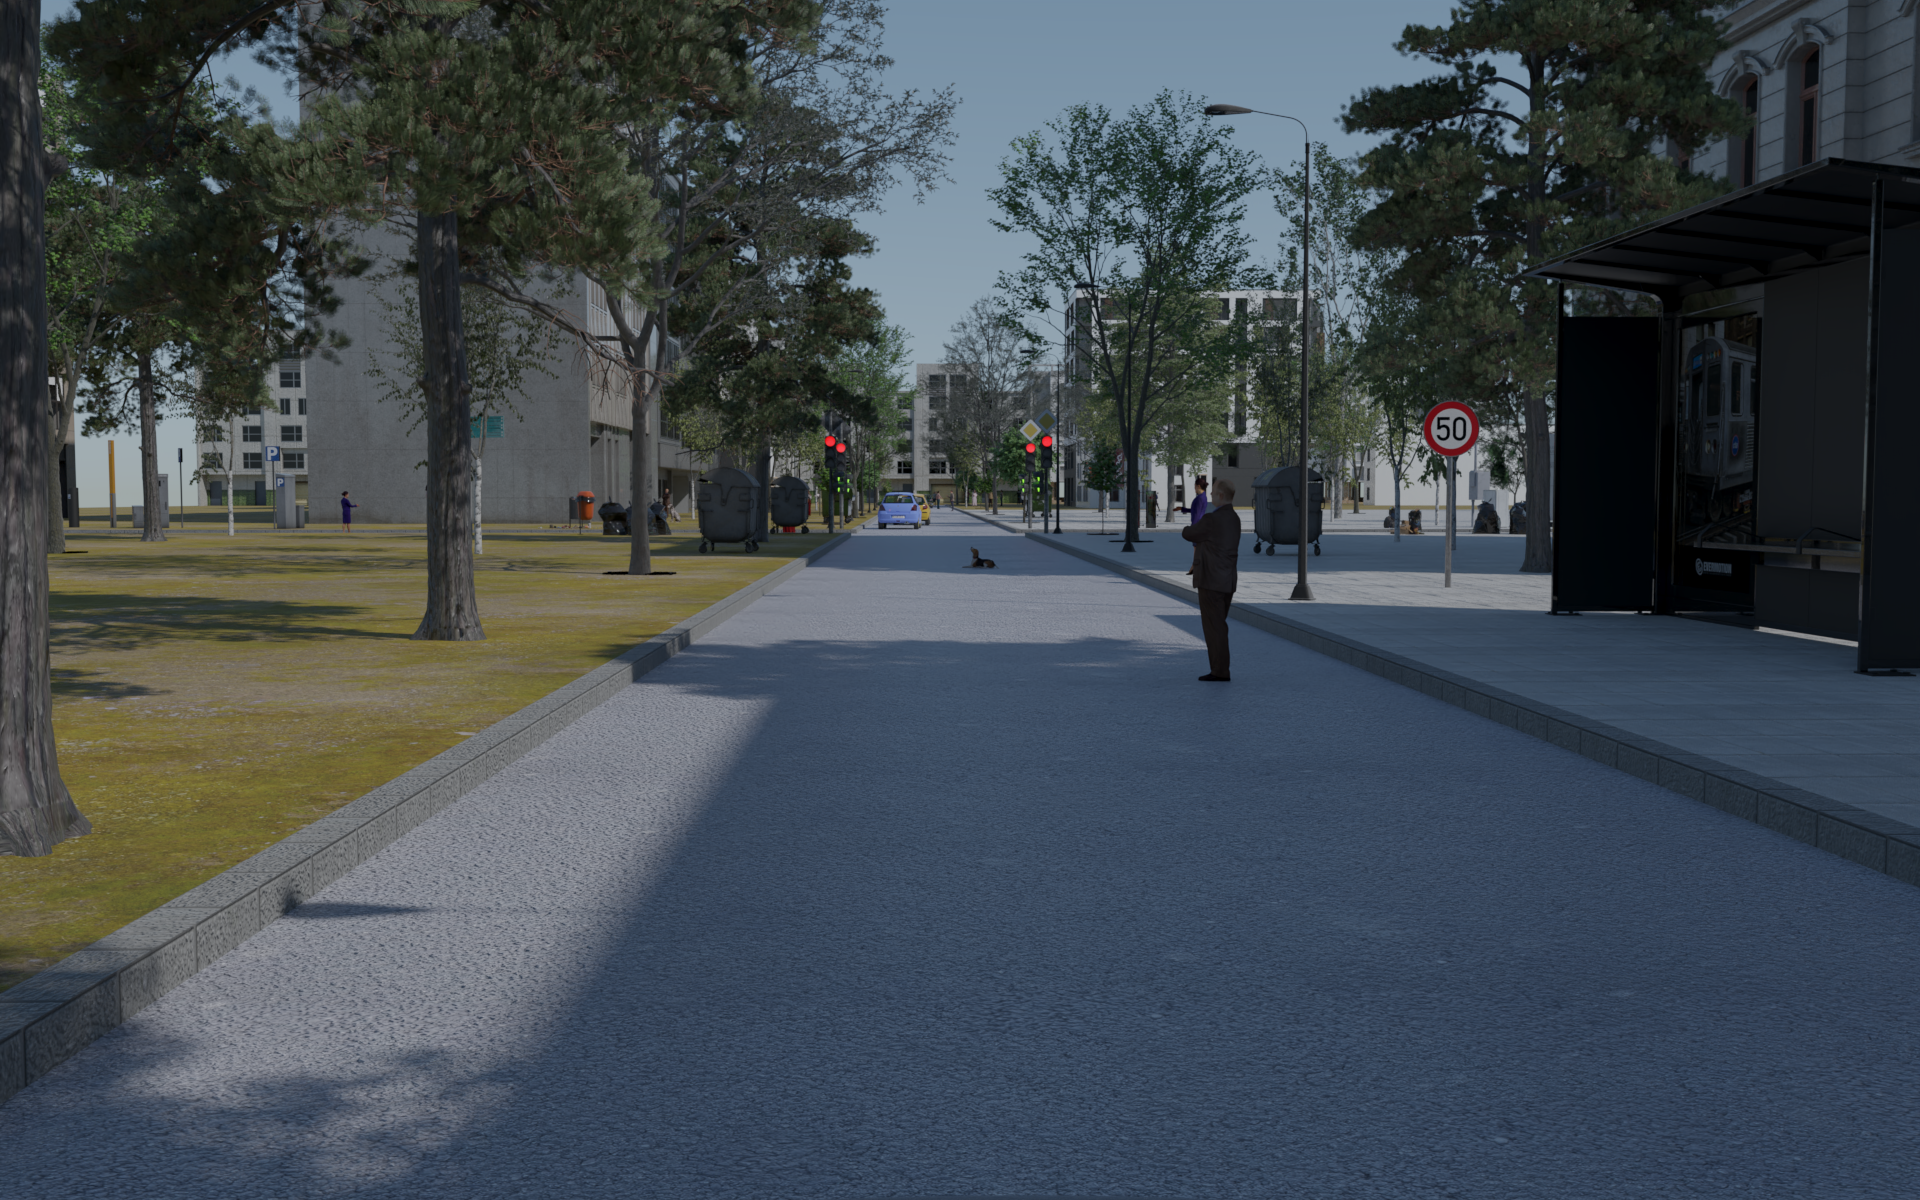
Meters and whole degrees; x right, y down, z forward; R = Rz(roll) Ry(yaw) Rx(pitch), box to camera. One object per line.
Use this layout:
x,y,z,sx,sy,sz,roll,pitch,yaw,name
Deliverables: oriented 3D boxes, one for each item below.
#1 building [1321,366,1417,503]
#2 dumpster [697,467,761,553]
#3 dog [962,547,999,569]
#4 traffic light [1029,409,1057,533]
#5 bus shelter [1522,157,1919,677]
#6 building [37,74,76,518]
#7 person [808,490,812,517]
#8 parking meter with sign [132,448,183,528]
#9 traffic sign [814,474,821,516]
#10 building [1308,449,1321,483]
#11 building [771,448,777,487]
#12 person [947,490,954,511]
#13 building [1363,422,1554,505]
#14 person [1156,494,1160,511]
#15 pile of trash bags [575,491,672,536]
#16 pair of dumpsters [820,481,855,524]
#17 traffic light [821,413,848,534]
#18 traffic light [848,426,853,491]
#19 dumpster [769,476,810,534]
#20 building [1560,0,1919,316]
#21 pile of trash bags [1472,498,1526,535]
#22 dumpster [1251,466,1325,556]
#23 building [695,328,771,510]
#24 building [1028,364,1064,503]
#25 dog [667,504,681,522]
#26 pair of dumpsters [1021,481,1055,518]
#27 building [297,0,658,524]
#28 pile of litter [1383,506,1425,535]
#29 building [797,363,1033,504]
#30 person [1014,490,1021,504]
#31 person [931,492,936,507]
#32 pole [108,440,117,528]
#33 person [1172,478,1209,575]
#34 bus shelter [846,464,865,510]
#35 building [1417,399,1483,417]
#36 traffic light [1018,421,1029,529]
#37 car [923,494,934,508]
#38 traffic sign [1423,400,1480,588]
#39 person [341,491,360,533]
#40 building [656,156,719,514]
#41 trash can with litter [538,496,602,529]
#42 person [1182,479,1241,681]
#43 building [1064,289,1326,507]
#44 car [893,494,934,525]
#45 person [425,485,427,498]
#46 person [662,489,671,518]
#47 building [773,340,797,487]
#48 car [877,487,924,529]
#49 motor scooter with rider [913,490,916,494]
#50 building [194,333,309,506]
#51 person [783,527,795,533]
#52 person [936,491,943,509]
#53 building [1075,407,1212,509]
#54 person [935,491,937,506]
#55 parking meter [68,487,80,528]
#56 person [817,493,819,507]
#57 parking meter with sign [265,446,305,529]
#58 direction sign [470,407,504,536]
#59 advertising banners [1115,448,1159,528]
55.789,-23.675,243.504,11.380,20.091,16.016,0,4,-1,building
-5.085,-1.976,38.068,1.264,1.857,1.865,0,4,-1,dumpster
0.406,-0.815,33.512,0.550,0.427,0.748,-2,4,-24,dog
2.791,-4.102,56.317,0.839,4.213,0.868,0,4,-1,traffic light
6.832,-1.465,15.242,1.731,3.624,6.357,0,4,-1,bus shelter
-64.324,-17.004,82.531,34.151,26.468,19.350,0,4,-1,building
-8.477,-5.398,96.769,0.387,1.526,0.523,-1,4,-11,person
-30.162,-4.210,65.086,1.738,3.016,0.543,-2,4,-32,parking meter with sign
-8.285,-6.250,102.289,0.768,2.556,0.104,0,4,3,traffic sign
36.029,-18.198,239.689,28.070,9.664,9.099,0,4,-1,building
-26.965,-19.646,177.626,16.016,20.091,11.380,0,4,-1,building
-0.836,-8.317,145.018,0.750,1.759,0.617,0,4,6,person
61.173,-15.913,202.322,28.070,9.664,9.099,0,4,-1,building
14.425,-7.276,127.694,0.574,1.496,0.600,0,4,-4,person
-10.721,-2.735,54.466,3.447,1.369,1.912,2,4,30,pile of trash bags
-5.458,-4.541,76.747,1.574,2.255,4.436,0,4,-2,pair of dumpsters
-4.168,-4.090,56.123,0.839,4.213,0.868,0,4,-1,traffic light
-4.372,-4.579,64.106,0.839,4.213,0.868,0,4,-1,traffic light
-5.524,-3.076,56.045,1.264,1.857,1.865,0,4,-2,dumpster
22.166,-15.043,33.340,14.401,28.519,23.554,0,4,-1,building
18.114,-2.798,55.499,3.447,1.369,1.912,3,4,36,pile of trash bags
6.923,-1.882,36.526,1.264,1.857,1.865,0,4,-1,dumpster
-32.339,-19.051,155.464,27.936,21.610,32.646,0,4,-1,building
15.398,-23.630,242.764,11.380,20.091,16.016,0,4,-1,building
-12.827,-3.925,78.554,0.800,0.831,0.513,1,4,12,dog
4.270,-5.639,94.693,1.574,2.255,4.436,0,4,-2,pair of dumpsters
-22.213,-16.249,83.686,12.078,24.808,19.932,0,4,-1,building
14.268,-2.526,55.266,1.176,0.858,1.719,2,4,24,pile of litter
-6.088,-23.021,242.849,31.486,18.905,16.747,0,4,-1,building
7.304,-12.875,216.179,1.348,1.869,0.705,-2,4,-28,person
-3.009,-11.607,199.066,1.217,1.735,0.721,2,4,25,person
-32.050,-4.381,65.475,0.158,3.312,0.155,0,3,0,pole
3.645,-1.153,27.271,0.546,1.535,0.453,0,4,-1,person
-7.628,-7.681,119.512,2.014,3.302,5.546,0,4,-2,bus shelter
67.607,-23.688,243.710,11.380,20.091,16.016,0,4,-1,building
2.587,-4.590,64.299,0.839,4.213,0.868,0,4,-1,traffic light
-3.608,-10.118,175.207,2.009,1.686,4.222,0,4,-2,car
6.692,-1.442,23.682,0.768,2.556,0.104,0,4,2,traffic sign
-20.675,-2.920,58.618,0.453,1.535,0.546,1,4,20,person
-23.986,-17.709,108.601,14.314,24.678,30.058,0,4,-1,building
-14.684,-3.290,64.855,2.233,1.210,1.678,1,4,15,trash can with litter
1.928,-0.153,13.264,0.388,1.546,0.482,3,4,38,person
25.068,-21.102,188.996,27.936,21.610,32.646,0,4,-1,building
-2.244,-4.335,81.100,2.015,1.641,3.980,0,3,0,car
-20.163,-3.598,66.331,0.566,1.644,0.517,0,4,-5,person
-15.616,-5.124,92.093,0.482,1.546,0.388,1,4,17,person
-35.114,-20.124,195.483,31.486,18.905,16.747,0,4,-1,building
-2.475,-3.787,71.508,1.945,1.707,3.694,0,4,0,car
-3.758,-8.330,145.164,0.876,1.779,1.986,0,3,0,motor scooter with rider
-66.651,-20.090,194.925,31.486,18.905,16.747,0,4,-1,building
-5.988,-3.044,60.734,0.387,1.526,0.523,2,4,33,person
-1.967,-9.473,164.091,0.721,1.736,1.217,-2,4,-27,person
16.292,-13.214,158.202,9.099,9.664,28.070,0,4,-1,building
-2.857,-12.006,205.335,0.617,1.759,0.750,1,4,14,person
-33.987,-3.548,66.413,0.372,1.533,0.369,0,3,0,parking meter
-14.202,-10.007,172.842,0.628,1.438,0.799,-2,4,-23,person
-24.823,-4.132,63.815,0.543,3.016,1.738,1,4,10,parking meter with sign
-14.892,-3.974,53.732,2.525,3.948,1.411,1,4,19,direction sign
6.631,-4.238,65.484,2.074,3.025,0.090,3,5,41,advertising banners
